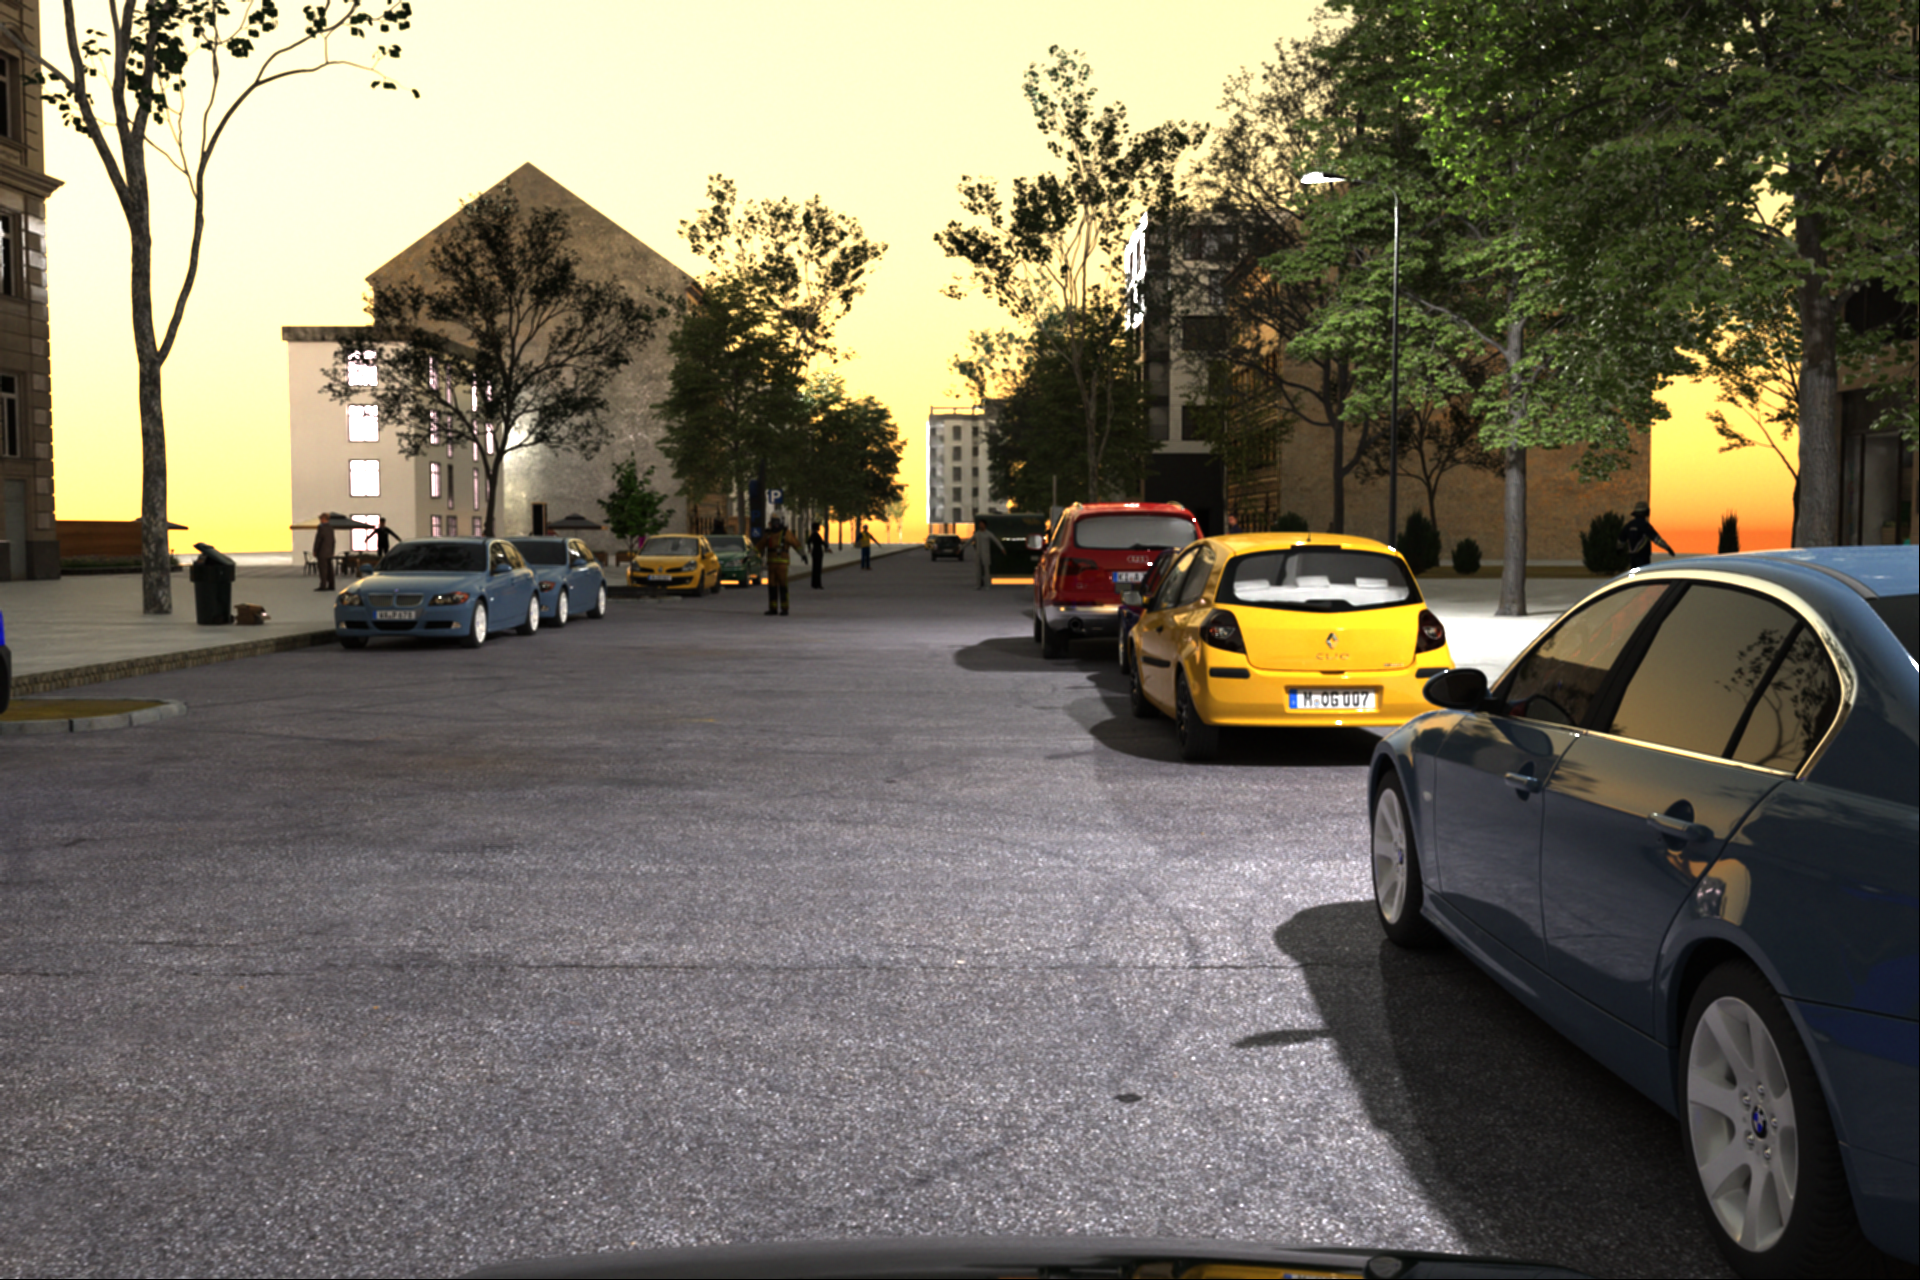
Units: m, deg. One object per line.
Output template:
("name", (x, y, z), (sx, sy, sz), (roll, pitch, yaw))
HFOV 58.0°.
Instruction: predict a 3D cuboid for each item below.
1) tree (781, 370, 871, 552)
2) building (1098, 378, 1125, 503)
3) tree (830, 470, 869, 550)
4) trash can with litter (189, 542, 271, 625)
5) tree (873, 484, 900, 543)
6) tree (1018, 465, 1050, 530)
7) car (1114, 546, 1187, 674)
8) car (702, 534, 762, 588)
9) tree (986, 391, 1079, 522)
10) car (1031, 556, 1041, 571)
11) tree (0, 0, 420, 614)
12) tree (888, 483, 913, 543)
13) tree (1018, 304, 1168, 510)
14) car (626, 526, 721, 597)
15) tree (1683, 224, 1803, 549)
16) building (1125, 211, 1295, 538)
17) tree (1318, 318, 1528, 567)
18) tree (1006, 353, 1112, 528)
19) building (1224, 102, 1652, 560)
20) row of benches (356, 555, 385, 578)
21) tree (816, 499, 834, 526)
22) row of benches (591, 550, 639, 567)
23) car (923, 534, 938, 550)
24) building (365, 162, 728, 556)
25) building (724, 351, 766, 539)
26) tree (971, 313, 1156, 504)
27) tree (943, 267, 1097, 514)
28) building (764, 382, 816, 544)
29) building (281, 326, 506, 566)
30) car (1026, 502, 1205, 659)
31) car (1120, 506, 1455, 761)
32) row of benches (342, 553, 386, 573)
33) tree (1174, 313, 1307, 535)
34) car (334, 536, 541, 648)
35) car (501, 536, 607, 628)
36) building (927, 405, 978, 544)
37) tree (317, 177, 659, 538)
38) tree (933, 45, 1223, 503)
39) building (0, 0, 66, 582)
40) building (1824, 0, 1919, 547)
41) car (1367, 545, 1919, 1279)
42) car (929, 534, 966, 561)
("tree", (-9.673, -12.369, 120.352), (7.486, 12.596, 7.792), (0, 3, 0))
("building", (24.635, -22.372, 196.714), (19.493, 23.208, 18.063), (0, 4, 0))
("tree", (-8.820, -11.803, 143.343), (4.360, 8.622, 3.978), (0, 3, 0))
("trash can with litter", (-10.344, -0.807, 24.583), (1.055, 1.170, 0.624), (0, 4, 0))
("tree", (-9.730, -17.818, 241.686), (4.360, 8.622, 3.978), (0, 3, 0))
("tree", (6.587, -12.514, 154.966), (4.737, 8.622, 4.395), (0, 3, 0))
("car", (2.488, -0.243, 16.549), (1.945, 1.354, 3.894), (0, 4, 0))
("car", (-6.537, -2.193, 47.648), (2.131, 1.459, 4.920), (0, 4, 0))
("tree", (6.475, -14.669, 146.499), (9.857, 13.997, 8.962), (0, 3, 0))
("car", (2.513, -1.521, 37.455), (1.945, 1.354, 3.894), (0, 4, 1))
("tree", (-13.407, -10.401, 25.940), (12.611, 20.169, 13.585), (0, 3, 0))
("tree", (-8.742, -18.204, 247.989), (4.737, 8.622, 4.395), (0, 3, 0))
("tree", (6.565, -10.224, 85.289), (7.486, 12.596, 7.792), (0, 3, 0))
("car", (-6.705, -1.866, 40.739), (2.015, 1.641, 3.980), (0, 4, 1))
("tree", (26.701, -7.890, 54.763), (9.928, 11.665, 9.643), (0, 3, 0))
("building", (25.743, -17.253, 126.057), (27.936, 21.610, 32.646), (0, 4, 0))
("tree", (18.540, -8.159, 67.812), (8.767, 10.594, 7.601), (-1, 4, -19))
("tree", (6.154, -11.656, 108.707), (7.486, 12.596, 7.792), (0, 3, 0))
("building", (25.246, -16.159, 95.127), (19.493, 23.208, 18.063), (0, 4, 0))
("row of benches", (-15.773, -2.205, 51.521), (4.104, 0.672, 1.422), (-2, 4, -26))
("tree", (-21.575, -20.595, 243.375), (9.857, 13.997, 8.962), (0, 3, 0))
("row of benches", (-14.453, -3.257, 68.710), (4.104, 0.672, 1.422), (0, 4, -4))
("car", (-2.225, -8.802, 154.141), (2.015, 1.641, 3.980), (0, 4, 1))
("building", (-25.522, -17.177, 111.769), (19.493, 23.208, 18.063), (0, 4, 0))
("building", (-26.691, -19.811, 180.325), (16.016, 20.090, 11.380), (0, 4, 0))
("tree", (5.770, -11.371, 96.286), (12.009, 13.543, 11.850), (0, 3, 0))
("tree", (4.981, -16.511, 125.849), (12.611, 20.169, 13.585), (0, 3, 0))
("building", (-28.005, -21.450, 217.159), (16.747, 18.905, 31.486), (0, 4, 1))
("building", (-26.547, -8.677, 84.012), (9.099, 9.664, 28.070), (0, 4, 0))
("car", (1.968, -0.777, 21.371), (2.281, 1.827, 5.304), (0, 4, 1))
("car", (2.215, -0.132, 12.390), (2.015, 1.641, 3.980), (0, 4, -1))
("row of benches", (-18.400, -2.550, 57.161), (4.104, 0.672, 1.422), (1, 4, 14))
("tree", (9.175, -6.586, 58.039), (4.737, 8.622, 4.395), (0, 3, 0))
("car", (-6.879, -0.687, 23.243), (2.014, 1.417, 4.499), (0, 3, 0))
("car", (-6.928, -0.983, 28.070), (2.014, 1.417, 4.499), (0, 4, 1))
("building", (-4.253, -23.643, 245.445), (11.380, 20.090, 16.016), (0, 4, -5))
("tree", (-12.555, -6.820, 45.916), (8.767, 10.594, 7.601), (-2, 4, -27))
("tree", (4.193, -13.105, 70.159), (12.611, 20.169, 13.585), (0, 3, 0))
("building", (-31.247, -14.616, 36.232), (12.463, 27.353, 25.104), (0, 4, 1))
("building", (26.815, -13.110, 17.558), (19.350, 26.588, 34.151), (0, 4, 1))
("car", (2.351, 0.456, 4.543), (2.014, 1.417, 4.499), (0, 4, 0))
("car", (-0.685, -5.102, 93.199), (2.009, 1.686, 4.222), (0, 4, -1))
